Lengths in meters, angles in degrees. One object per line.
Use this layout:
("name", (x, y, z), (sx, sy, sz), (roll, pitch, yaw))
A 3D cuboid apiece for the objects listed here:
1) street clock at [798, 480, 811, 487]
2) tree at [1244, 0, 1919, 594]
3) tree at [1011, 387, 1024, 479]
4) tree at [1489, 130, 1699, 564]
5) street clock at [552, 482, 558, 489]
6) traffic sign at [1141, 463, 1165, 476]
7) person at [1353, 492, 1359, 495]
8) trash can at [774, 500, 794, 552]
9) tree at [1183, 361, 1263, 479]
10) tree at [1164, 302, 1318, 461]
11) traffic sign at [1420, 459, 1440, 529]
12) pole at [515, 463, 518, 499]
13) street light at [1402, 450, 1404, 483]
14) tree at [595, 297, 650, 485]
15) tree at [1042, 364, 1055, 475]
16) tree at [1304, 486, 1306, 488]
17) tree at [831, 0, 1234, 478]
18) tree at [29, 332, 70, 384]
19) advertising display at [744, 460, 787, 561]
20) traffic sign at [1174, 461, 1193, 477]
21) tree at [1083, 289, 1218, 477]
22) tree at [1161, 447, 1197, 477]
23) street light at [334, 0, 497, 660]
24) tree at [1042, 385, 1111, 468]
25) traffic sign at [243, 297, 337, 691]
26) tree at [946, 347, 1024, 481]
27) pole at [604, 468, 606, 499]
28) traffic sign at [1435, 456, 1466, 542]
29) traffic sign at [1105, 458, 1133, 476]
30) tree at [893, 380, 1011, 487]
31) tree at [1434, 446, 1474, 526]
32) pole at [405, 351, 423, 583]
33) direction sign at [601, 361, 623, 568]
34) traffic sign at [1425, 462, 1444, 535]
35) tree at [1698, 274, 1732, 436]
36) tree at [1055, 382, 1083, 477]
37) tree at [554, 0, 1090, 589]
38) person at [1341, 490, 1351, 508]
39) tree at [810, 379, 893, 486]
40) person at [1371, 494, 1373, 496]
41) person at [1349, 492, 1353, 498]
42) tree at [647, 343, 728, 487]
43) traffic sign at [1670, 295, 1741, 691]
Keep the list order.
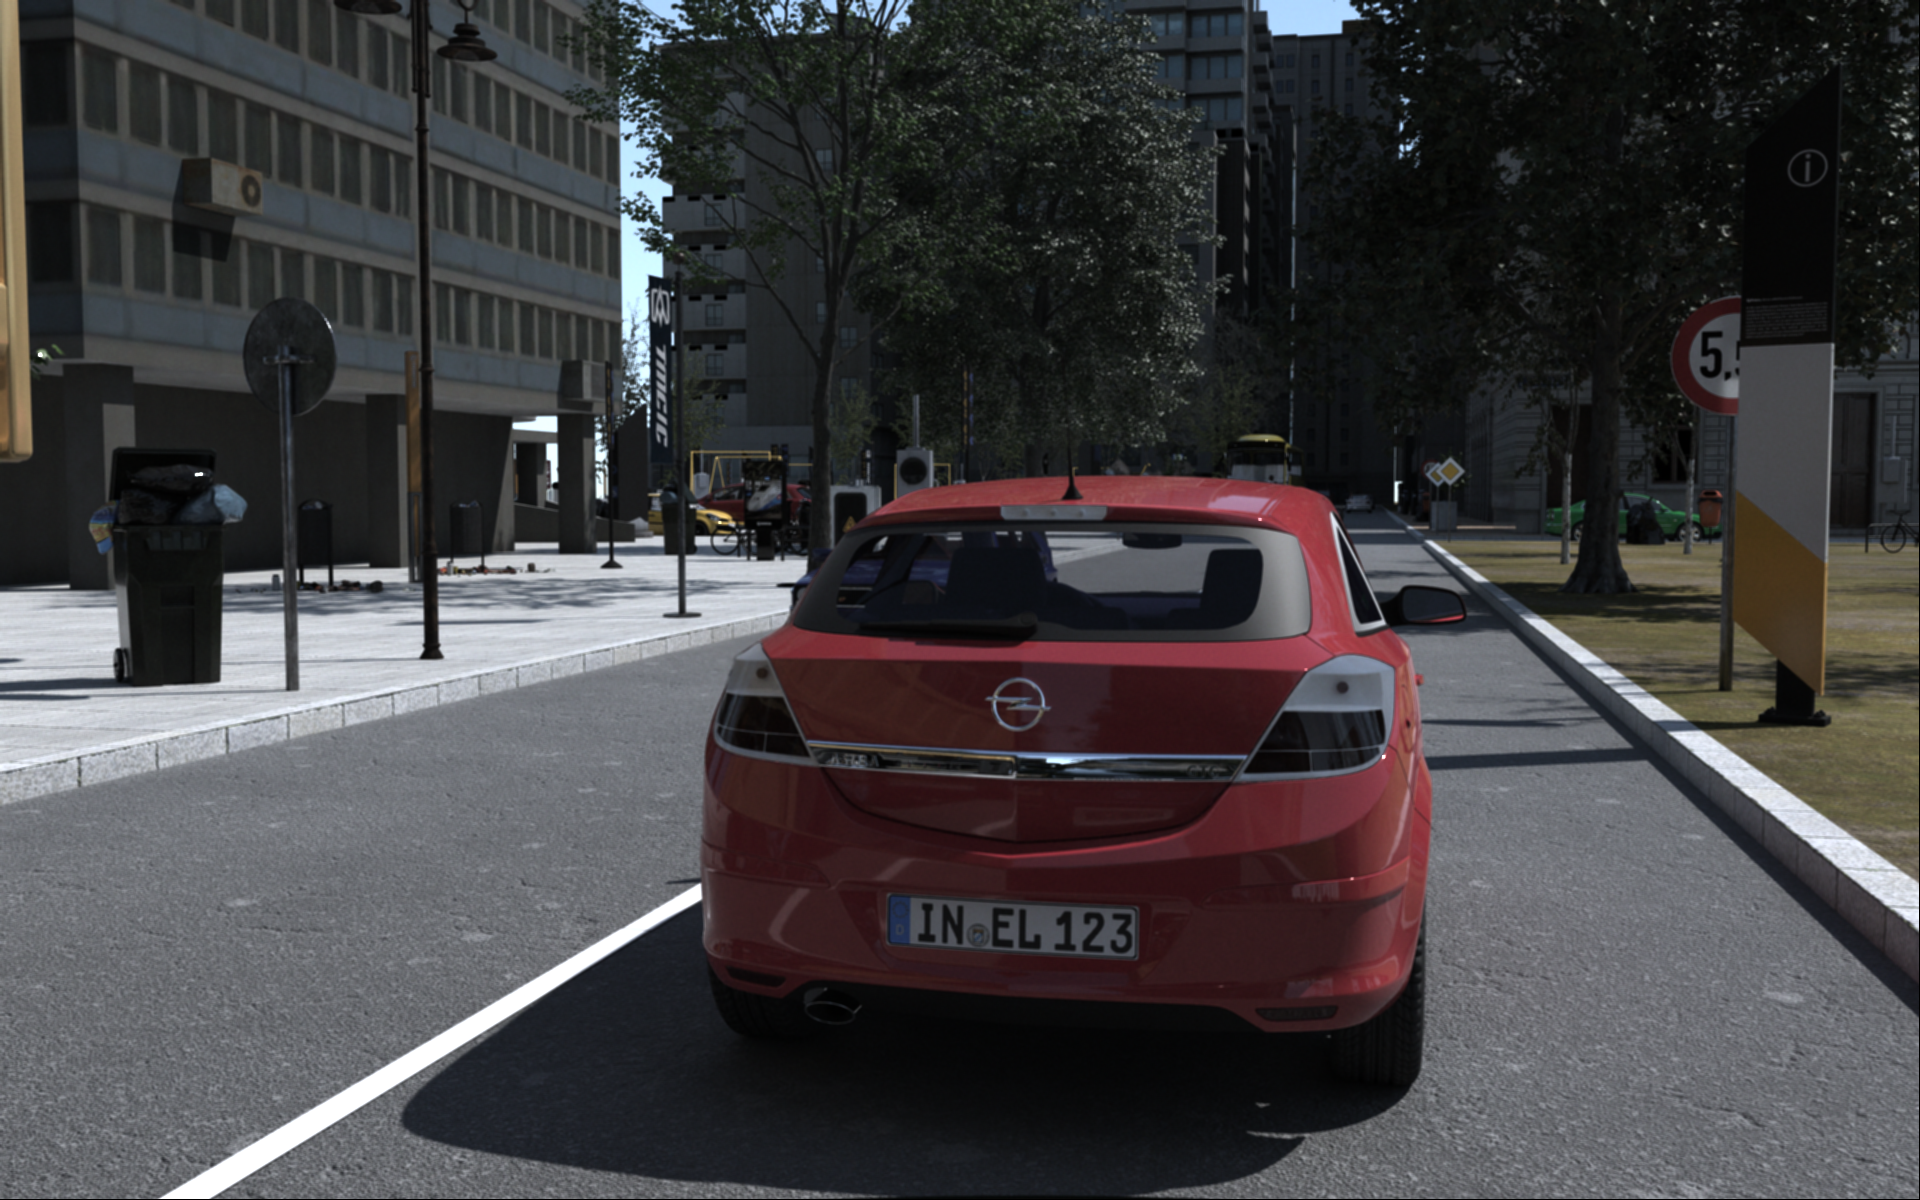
("street clock", (-7.908, -5.059, 87.284), (0.471, 2.002, 0.358), (1, 4, 11))
("tree", (8.524, -6.445, 22.382), (9.611, 12.733, 9.660), (0, 3, 0))
("tree", (3.188, -9.777, 110.208), (4.737, 8.622, 4.395), (0, 3, 0))
("tree", (10.889, -4.970, 31.625), (4.360, 8.622, 3.978), (0, 3, 0))
("street clock", (-24.400, -6.121, 104.645), (0.471, 2.002, 0.358), (-2, 4, -26))
("traffic sign", (6.239, -3.206, 56.063), (0.795, 2.450, 0.064), (1, 4, 13))
("person", (40.497, -10.218, 177.034), (0.593, 1.643, 0.415), (1, 4, 13))
("trash can", (-4.085, -1.654, 38.699), (0.748, 1.137, 0.748), (0, 3, 0))
("tree", (14.523, -8.854, 95.128), (4.737, 8.622, 4.395), (0, 3, 0))
("tree", (17.510, -12.264, 110.890), (12.009, 13.543, 11.850), (0, 3, 0))
("traffic sign", (17.047, -3.828, 62.696), (0.768, 2.556, 0.104), (1, 4, 19))
("pole", (-25.663, -6.510, 100.276), (0.158, 3.312, 0.155), (0, 3, 0))
("street light", (32.185, -9.364, 125.887), (0.468, 5.910, 1.993), (1, 4, 13))
("tree", (-12.820, -6.966, 64.256), (4.360, 8.622, 3.978), (0, 3, 0))
("tree", (5.549, -8.629, 91.454), (4.360, 8.622, 3.978), (0, 3, 0))
("tree", (40.075, -12.882, 205.226), (1.663, 3.219, 1.824), (0, 3, 0))
("tree", (1.659, -8.203, 40.780), (9.857, 13.997, 8.962), (0, 3, 0))
("tree", (-6.406, -0.944, 10.032), (1.663, 3.219, 1.824), (0, 3, 0))
("advertising display", (-3.756, -1.725, 33.413), (0.974, 1.923, 0.123), (2, 4, 33))
("traffic sign", (8.469, -4.030, 65.998), (0.768, 2.556, 0.104), (1, 4, 21))
("tree", (6.916, -6.813, 61.760), (4.360, 8.622, 3.978), (0, 3, 0))
("tree", (8.978, -4.686, 71.225), (1.663, 3.219, 1.824), (0, 3, 0))
("street light", (-4.116, -2.479, 13.318), (0.468, 5.910, 1.993), (1, 4, 13))
("tree", (7.662, -9.544, 106.404), (4.737, 8.622, 4.395), (0, 3, 0))
("traffic sign", (-4.359, -0.681, 11.233), (0.768, 2.556, 0.104), (1, 4, 22))
("tree", (1.120, -7.934, 80.079), (4.360, 8.622, 3.978), (0, 3, 0))
("pole", (-27.585, -8.607, 134.573), (0.158, 3.312, 0.155), (0, 3, 0))
("traffic sign", (13.075, -2.606, 46.248), (0.795, 2.450, 0.064), (1, 4, 13))
("traffic sign", (4.418, -2.731, 48.288), (0.795, 2.450, 0.064), (1, 4, 13))
("tree", (-0.477, -9.102, 99.175), (4.737, 8.622, 4.395), (0, 3, 0))
("tree", (19.671, -4.563, 69.201), (1.663, 3.219, 1.824), (0, 3, 0))
("pole", (-7.841, -1.897, 24.867), (0.158, 3.312, 0.155), (0, 3, 0))
("direction sign", (-6.040, -2.320, 29.929), (0.379, 3.537, 0.876), (0, 4, -5))
("traffic sign", (14.895, -3.081, 54.023), (0.795, 2.450, 0.064), (1, 4, 13))
("tree", (15.440, -5.300, 37.015), (4.360, 8.622, 3.978), (0, 3, 0))
("tree", (7.245, -7.980, 80.836), (4.360, 8.622, 3.978), (0, 3, 0))
("tree", (-1.797, -5.978, 23.497), (9.928, 11.665, 9.643), (0, 3, 0))
("person", (40.299, -10.503, 180.203), (1.348, 1.826, 0.705), (-1, 4, -15))
("tree", (-7.173, -9.801, 110.600), (4.737, 8.622, 4.395), (0, 3, 0))
("person", (40.783, -9.812, 172.163), (0.421, 1.427, 0.697), (-2, 4, -31))
("person", (43.467, -11.160, 192.430), (0.415, 1.643, 0.593), (-3, 4, -37))
("tree", (-13.667, -8.257, 85.363), (4.737, 8.622, 4.395), (0, 3, 0))
("traffic sign", (4.997, -0.680, 11.229), (0.768, 2.556, 0.104), (1, 4, 22))
